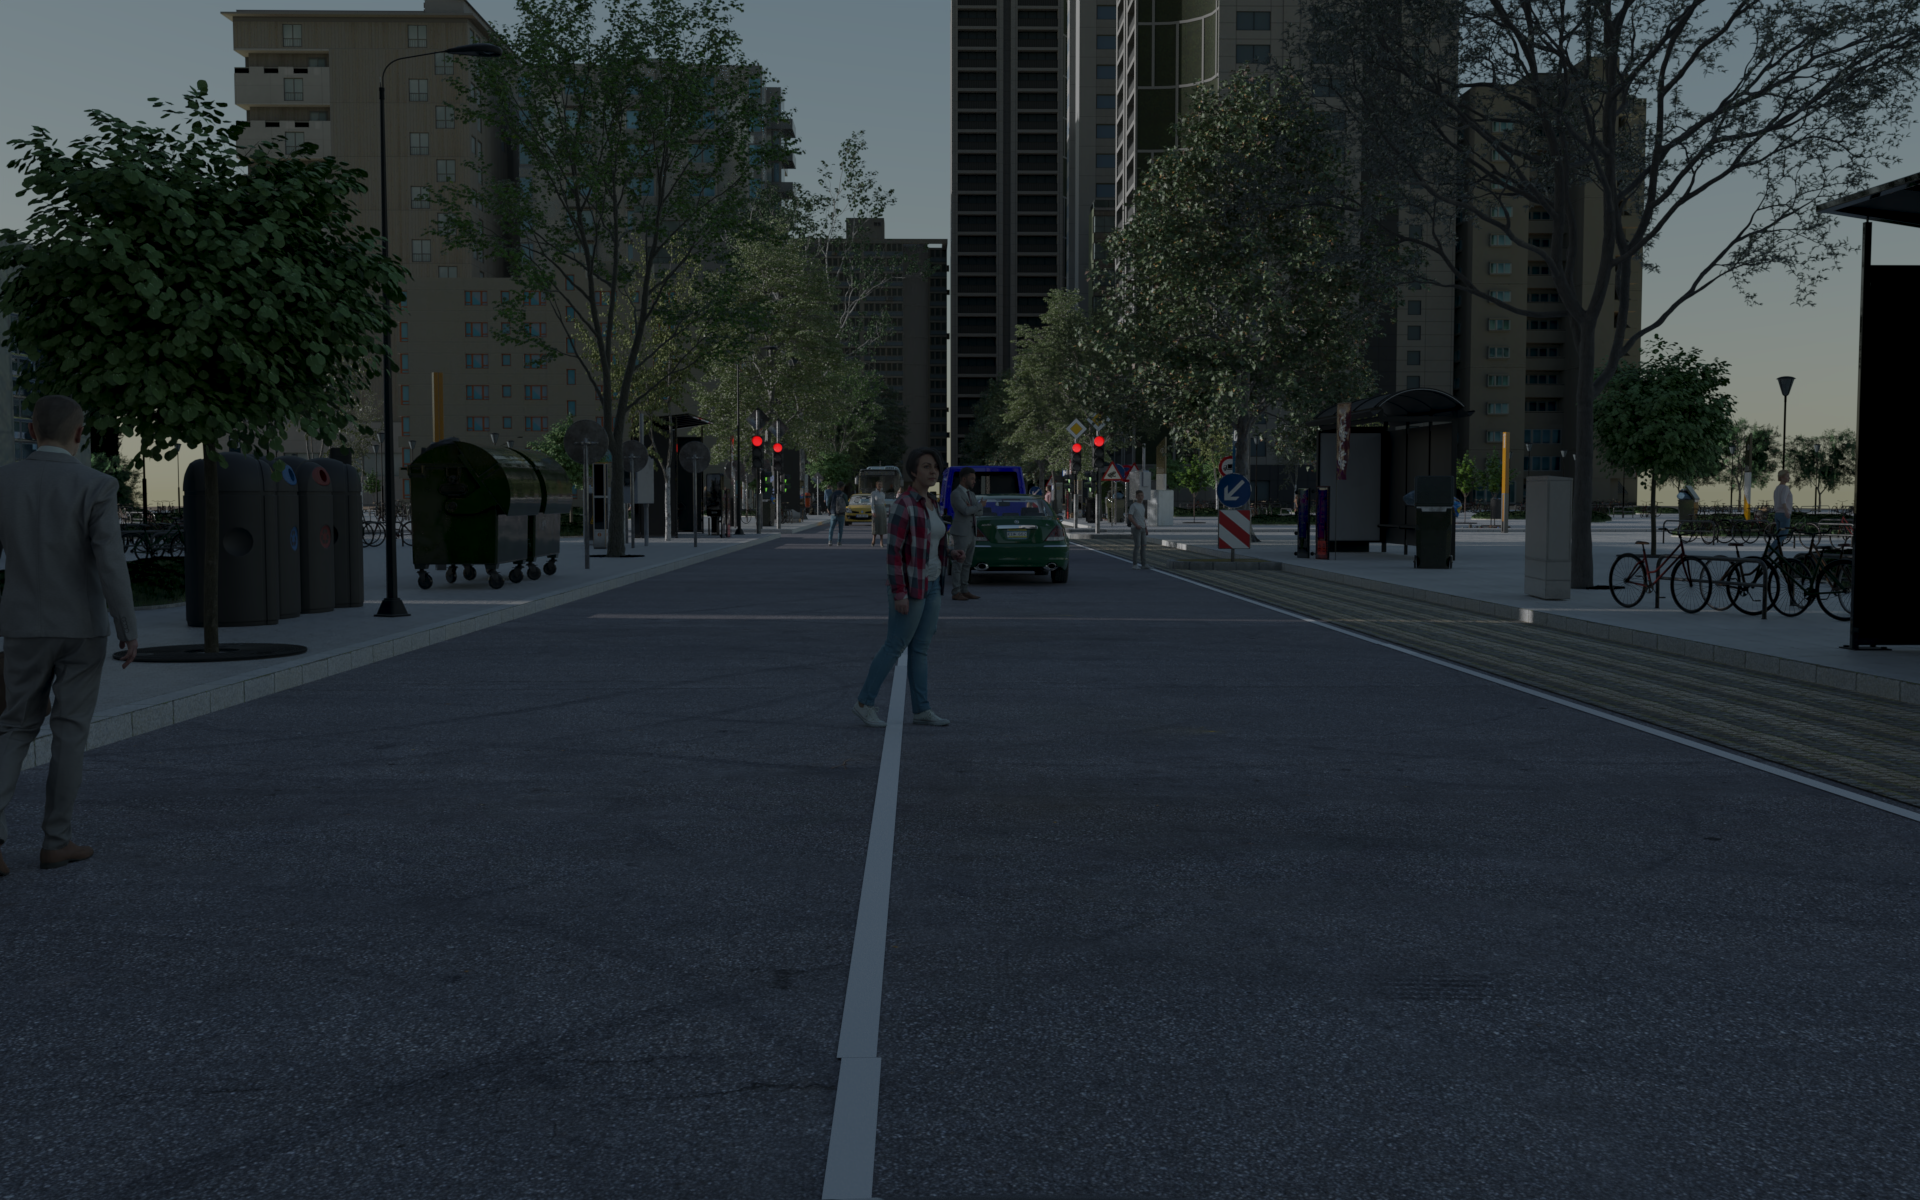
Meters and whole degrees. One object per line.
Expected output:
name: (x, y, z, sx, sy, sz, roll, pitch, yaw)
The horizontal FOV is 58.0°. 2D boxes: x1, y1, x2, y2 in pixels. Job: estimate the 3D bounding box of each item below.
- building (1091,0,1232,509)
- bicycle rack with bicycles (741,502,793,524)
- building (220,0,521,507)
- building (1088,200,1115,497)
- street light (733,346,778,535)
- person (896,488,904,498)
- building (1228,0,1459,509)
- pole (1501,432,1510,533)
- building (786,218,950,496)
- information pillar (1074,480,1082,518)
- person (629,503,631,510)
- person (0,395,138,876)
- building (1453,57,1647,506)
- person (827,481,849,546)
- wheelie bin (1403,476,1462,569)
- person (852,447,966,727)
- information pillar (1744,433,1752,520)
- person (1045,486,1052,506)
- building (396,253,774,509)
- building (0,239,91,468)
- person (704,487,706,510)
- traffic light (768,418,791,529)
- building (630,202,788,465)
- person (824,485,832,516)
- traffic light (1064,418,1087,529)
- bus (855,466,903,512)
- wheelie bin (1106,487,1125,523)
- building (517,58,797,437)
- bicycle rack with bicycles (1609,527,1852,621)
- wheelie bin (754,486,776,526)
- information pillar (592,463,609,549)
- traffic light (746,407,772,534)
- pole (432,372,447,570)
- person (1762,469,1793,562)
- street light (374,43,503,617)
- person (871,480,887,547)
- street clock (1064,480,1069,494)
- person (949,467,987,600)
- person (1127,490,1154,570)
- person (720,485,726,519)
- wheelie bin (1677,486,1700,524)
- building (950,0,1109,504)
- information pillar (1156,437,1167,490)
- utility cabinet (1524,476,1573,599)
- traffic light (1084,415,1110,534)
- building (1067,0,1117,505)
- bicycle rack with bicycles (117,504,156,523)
building: (22.964, -43.763, 153.777, 20.563, 71.187, 20.611, 0, 4, -1)
bicycle rack with bicycles: (-8.299, -3.757, 74.806, 2.852, 0.926, 2.925, 2, 4, 33)
building: (-63.351, -36.783, 190.647, 27.495, 52.752, 28.713, 0, 4, -1)
building: (19.564, -24.500, 172.274, 14.160, 30.474, 14.107, 0, 4, -1)
street light: (-6.421, -5.011, 54.466, 1.470, 5.913, 1.316, 0, 4, -1)
person: (-2.857, -4.714, 86.158, 0.593, 1.750, 0.643, 0, 4, -6)
building: (43.158, -46.393, 196.773, 20.611, 71.187, 20.563, 0, 4, -1)
pole: (17.984, -3.869, 57.102, 0.158, 3.312, 0.155, 0, 3, 0)
building: (-13.478, -33.913, 246.364, 23.993, 40.220, 32.217, 0, 4, -1)
information pillar: (6.248, -5.318, 91.447, 0.304, 2.012, 0.304, -2, 4, -33)
person: (-17.691, -5.349, 93.525, 0.654, 1.822, 0.581, 2, 4, 35)
person: (-3.514, 0.118, 6.690, 0.709, 1.813, 0.853, 0, 4, -7)
building: (65.373, -35.061, 196.951, 21.600, 48.544, 21.300, 0, 4, -1)
person: (-3.360, -2.378, 47.731, 0.623, 1.781, 0.721, 0, 4, 0)
wheelie bin: (8.149, -1.346, 29.913, 0.980, 1.594, 0.693, 1, 4, 15)
person: (-0.307, -0.084, 10.708, 0.643, 1.720, 0.563, 2, 4, 27)
information pillar: (30.188, -4.587, 66.354, 0.183, 3.616, 0.504, 0, 4, 5)
person: (4.254, -4.639, 84.354, 0.388, 1.821, 0.555, -2, 4, -33)
building: (-31.493, -18.844, 153.139, 27.650, 21.520, 28.899, 0, 4, -1)
building: (-39.214, -44.104, 33.777, 31.000, 86.520, 22.319, 0, 4, -1)
person: (-17.234, -6.805, 117.520, 0.699, 1.804, 1.509, -1, 4, -10)
traffic light: (-6.678, -4.587, 63.919, 0.839, 4.253, 0.868, 0, 4, -1)
building: (-25.030, -24.684, 175.288, 14.160, 30.474, 14.107, 0, 4, -1)
person: (-7.702, -5.836, 101.491, 0.581, 1.822, 0.654, 1, 4, 19)
traffic light: (4.281, -4.603, 64.181, 0.839, 4.253, 0.868, 0, 4, -1)
bus: (-5.076, -7.147, 111.710, 2.948, 3.499, 13.247, 0, 4, -1)
wheelie bin: (6.976, -4.264, 77.627, 0.693, 1.594, 0.980, -3, 5, -39)
building: (-33.838, -35.106, 193.589, 30.456, 49.044, 23.786, 0, 4, -1)
bicycle rack with bicycles: (8.799, -0.318, 18.589, 2.852, 0.926, 2.925, -1, 4, -12)
wheelie bin: (-7.733, -3.723, 68.783, 0.980, 1.594, 0.693, 1, 4, 17)
information pillar: (-8.401, -2.201, 40.482, 0.304, 2.012, 0.304, 0, 4, 1)
traffic light: (-6.498, -4.099, 55.936, 0.839, 4.253, 0.868, 0, 4, -1)
pole: (-8.758, -2.158, 29.120, 0.158, 3.312, 0.155, 0, 3, 0)
person: (15.301, -1.570, 32.381, 0.598, 1.740, 0.731, 0, 4, -8)
street light: (-5.416, -2.781, 18.004, 1.470, 5.913, 1.316, 0, 4, -1)
person: (-2.227, -2.330, 46.817, 0.478, 1.798, 0.641, -1, 4, -20)
street clock: (5.571, -5.228, 90.049, 0.358, 2.002, 0.471, -1, 4, -11)
person: (0.121, -0.902, 23.428, 0.466, 1.800, 0.511, 1, 4, 17)
person: (3.421, -1.336, 32.947, 0.523, 1.515, 0.503, 1, 4, 11)
person: (-12.028, -4.937, 87.599, 0.643, 1.720, 0.563, -3, 4, -36)
wheelie bin: (27.285, -3.488, 64.941, 0.693, 1.594, 0.980, 3, 5, 40)
building: (9.001, -49.052, 240.246, 20.611, 71.187, 20.563, 0, 4, -1)
information pillar: (8.289, -4.886, 71.234, 0.183, 3.616, 0.504, -3, 5, -42)
utility cabinet: (7.256, -0.775, 21.345, 0.318, 1.500, 1.173, 0, 4, 6)
traffic light: (4.460, -4.115, 56.197, 0.839, 4.253, 0.868, 0, 4, -1)
building: (22.393, -39.793, 192.607, 21.231, 58.520, 28.212, 0, 4, -1)
bicycle rack with bicycles: (-31.306, -3.101, 64.089, 2.852, 0.926, 2.925, -3, 4, -38)
